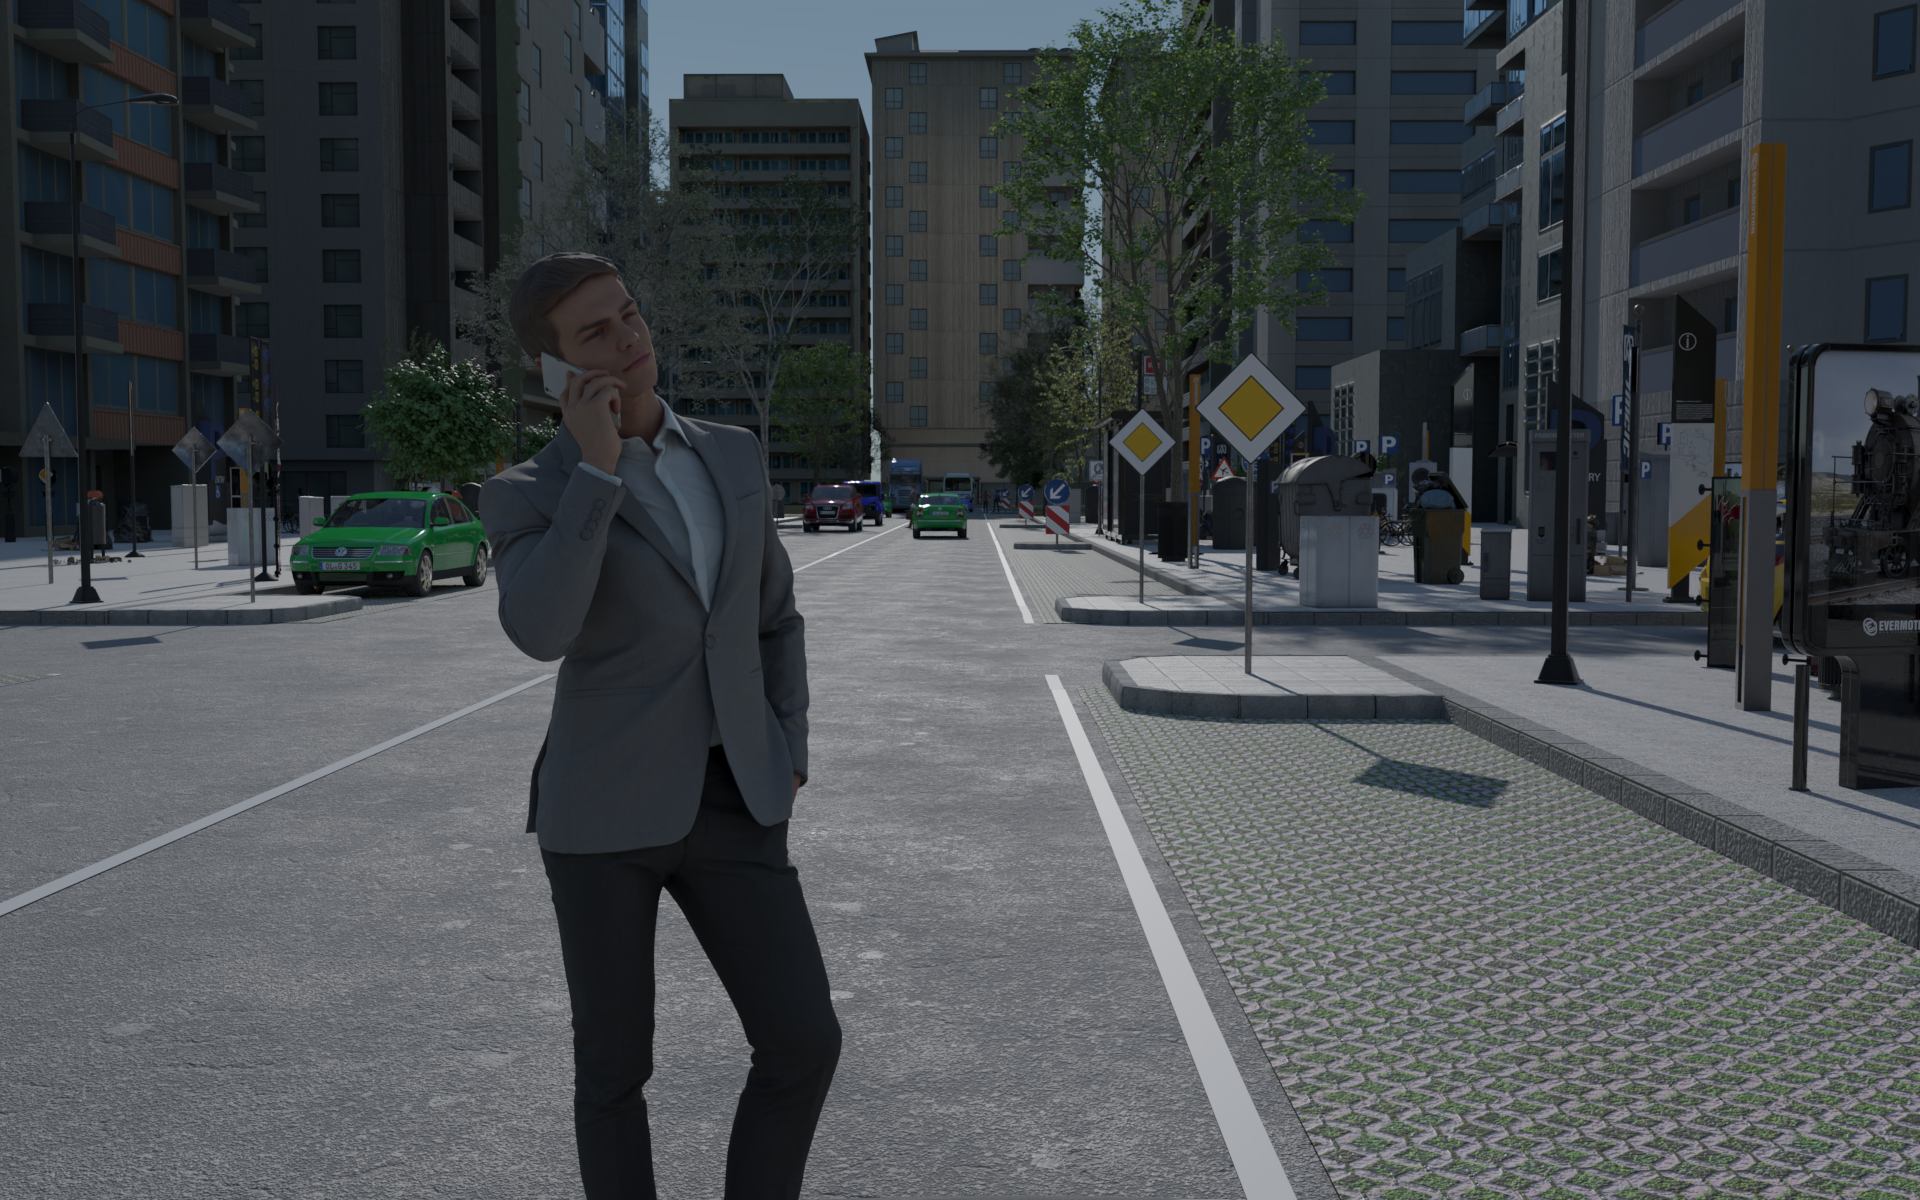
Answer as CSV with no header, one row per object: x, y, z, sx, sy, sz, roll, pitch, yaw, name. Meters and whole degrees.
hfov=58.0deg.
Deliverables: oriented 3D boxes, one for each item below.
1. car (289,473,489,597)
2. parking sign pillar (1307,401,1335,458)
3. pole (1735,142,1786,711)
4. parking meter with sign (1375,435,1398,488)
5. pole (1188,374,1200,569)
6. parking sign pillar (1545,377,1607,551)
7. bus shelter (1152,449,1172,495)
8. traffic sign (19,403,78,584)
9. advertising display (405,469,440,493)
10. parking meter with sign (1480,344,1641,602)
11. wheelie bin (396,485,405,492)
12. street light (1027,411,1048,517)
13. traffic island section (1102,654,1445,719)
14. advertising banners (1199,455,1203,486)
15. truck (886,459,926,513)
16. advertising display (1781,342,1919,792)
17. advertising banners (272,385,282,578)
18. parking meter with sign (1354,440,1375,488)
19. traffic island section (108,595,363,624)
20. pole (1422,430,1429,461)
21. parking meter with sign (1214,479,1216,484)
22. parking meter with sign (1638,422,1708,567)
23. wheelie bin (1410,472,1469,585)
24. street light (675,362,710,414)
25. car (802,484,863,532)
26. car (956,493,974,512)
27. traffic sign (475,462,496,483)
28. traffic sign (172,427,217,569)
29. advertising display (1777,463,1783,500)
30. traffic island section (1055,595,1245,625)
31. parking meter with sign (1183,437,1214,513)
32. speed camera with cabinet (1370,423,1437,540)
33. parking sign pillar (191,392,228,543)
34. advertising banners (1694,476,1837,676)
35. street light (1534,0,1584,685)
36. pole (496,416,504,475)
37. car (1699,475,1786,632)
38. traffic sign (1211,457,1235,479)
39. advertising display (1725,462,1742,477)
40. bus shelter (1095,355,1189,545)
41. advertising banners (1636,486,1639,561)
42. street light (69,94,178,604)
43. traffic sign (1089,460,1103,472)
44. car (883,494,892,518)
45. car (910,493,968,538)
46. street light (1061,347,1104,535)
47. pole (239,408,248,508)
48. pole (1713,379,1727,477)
-8.268,-1.014,25.383,1.959,1.807,4.718,0,3,0,car
10.536,-3.795,50.520,1.447,3.967,1.447,2,4,31,parking sign pillar
4.716,-1.001,10.205,0.158,3.312,0.155,0,3,0,pole
12.546,-3.334,50.767,0.543,3.016,1.738,1,4,14,parking meter with sign
4.010,-2.190,29.658,0.158,3.312,0.155,0,3,0,pole
14.139,-3.139,39.787,1.447,3.967,1.447,0,4,5,parking sign pillar
7.434,-4.652,67.347,1.731,3.624,6.357,0,4,0,bus shelter
-13.004,-1.511,24.706,0.884,2.594,0.081,0,4,6,traffic sign
-12.444,-2.144,40.270,0.123,1.923,0.974,3,4,36,advertising display
7.158,-1.497,20.743,1.738,3.016,0.543,1,4,19,parking meter with sign
-20.293,-3.367,62.954,0.693,1.594,0.980,-1,4,-23,wheelie bin
4.234,-7.515,95.406,1.470,5.913,1.316,0,4,1,street light
2.081,0.604,12.404,2.009,0.180,2.903,0,4,1,traffic island section
7.474,-3.652,55.898,0.090,3.025,2.074,2,4,31,advertising banners
-3.959,-9.000,136.906,2.967,4.110,18.799,0,4,1,truck
4.045,-0.142,7.539,0.974,1.923,0.123,-1,4,-13,advertising display
-10.771,-1.904,27.315,0.090,3.025,2.074,-1,4,-20,advertising banners
13.569,-3.691,56.606,0.543,3.016,1.738,3,5,44,parking meter with sign
-8.386,0.109,20.491,2.009,0.180,2.903,0,4,1,traffic island section
14.924,-3.778,55.617,0.158,3.312,0.155,0,3,0,pole
13.128,-5.646,88.576,1.738,3.016,0.543,-3,5,-39,parking meter with sign
12.397,-2.095,30.515,1.738,3.016,0.543,-1,4,-13,parking meter with sign
6.814,-1.028,24.710,0.693,1.594,0.980,0,4,-6,wheelie bin
-9.425,-5.407,60.943,1.470,5.913,1.316,0,4,1,street light
-4.896,-3.577,67.161,2.281,1.827,5.304,0,4,1,car
0.156,-7.786,136.891,1.945,1.707,3.694,0,4,-1,car
-12.841,-2.867,46.882,0.884,2.594,0.081,0,4,8,traffic sign
-13.158,-1.749,29.782,0.795,2.450,0.064,0,4,5,traffic sign
16.685,-1.871,35.797,0.974,1.923,0.123,2,4,25,advertising display
2.155,0.116,20.389,2.009,0.180,2.903,0,4,1,traffic island section
6.976,-3.520,53.814,0.543,3.016,1.738,-3,4,-39,parking meter with sign
12.140,-3.285,48.049,2.038,3.252,0.660,1,4,23,speed camera with cabinet
-20.059,-3.536,46.294,1.447,3.967,1.447,0,4,-4,parking sign pillar
6.129,-0.968,12.008,0.090,3.025,2.074,-3,4,-37,advertising banners
3.533,-2.390,11.617,1.470,5.913,1.316,0,4,1,street light
-11.580,-3.045,43.633,0.158,3.312,0.155,0,3,0,pole
9.279,-0.390,16.605,3.980,1.641,2.015,0,4,2,car
9.165,-3.680,60.173,0.884,2.594,0.081,0,4,3,traffic sign
15.286,-1.804,34.714,0.974,1.923,0.123,3,5,40,advertising display
4.918,-4.291,47.797,2.179,5.291,8.768,0,4,1,bus shelter
13.076,-2.261,33.153,0.090,3.025,2.074,2,4,34,advertising banners
-9.773,-2.919,20.260,1.470,5.913,1.316,0,4,1,street light
5.222,-3.961,64.863,0.768,2.556,0.104,0,4,3,traffic sign
-5.120,-5.954,106.146,1.959,1.807,4.718,0,4,0,car
-0.690,-2.990,57.681,1.959,1.807,4.718,0,4,-1,car
3.888,-5.032,54.820,1.470,5.913,1.316,0,4,1,street light
-17.018,-2.898,41.224,0.158,3.312,0.155,0,3,0,pole
13.460,-2.255,30.718,0.158,3.312,0.155,0,3,0,pole
